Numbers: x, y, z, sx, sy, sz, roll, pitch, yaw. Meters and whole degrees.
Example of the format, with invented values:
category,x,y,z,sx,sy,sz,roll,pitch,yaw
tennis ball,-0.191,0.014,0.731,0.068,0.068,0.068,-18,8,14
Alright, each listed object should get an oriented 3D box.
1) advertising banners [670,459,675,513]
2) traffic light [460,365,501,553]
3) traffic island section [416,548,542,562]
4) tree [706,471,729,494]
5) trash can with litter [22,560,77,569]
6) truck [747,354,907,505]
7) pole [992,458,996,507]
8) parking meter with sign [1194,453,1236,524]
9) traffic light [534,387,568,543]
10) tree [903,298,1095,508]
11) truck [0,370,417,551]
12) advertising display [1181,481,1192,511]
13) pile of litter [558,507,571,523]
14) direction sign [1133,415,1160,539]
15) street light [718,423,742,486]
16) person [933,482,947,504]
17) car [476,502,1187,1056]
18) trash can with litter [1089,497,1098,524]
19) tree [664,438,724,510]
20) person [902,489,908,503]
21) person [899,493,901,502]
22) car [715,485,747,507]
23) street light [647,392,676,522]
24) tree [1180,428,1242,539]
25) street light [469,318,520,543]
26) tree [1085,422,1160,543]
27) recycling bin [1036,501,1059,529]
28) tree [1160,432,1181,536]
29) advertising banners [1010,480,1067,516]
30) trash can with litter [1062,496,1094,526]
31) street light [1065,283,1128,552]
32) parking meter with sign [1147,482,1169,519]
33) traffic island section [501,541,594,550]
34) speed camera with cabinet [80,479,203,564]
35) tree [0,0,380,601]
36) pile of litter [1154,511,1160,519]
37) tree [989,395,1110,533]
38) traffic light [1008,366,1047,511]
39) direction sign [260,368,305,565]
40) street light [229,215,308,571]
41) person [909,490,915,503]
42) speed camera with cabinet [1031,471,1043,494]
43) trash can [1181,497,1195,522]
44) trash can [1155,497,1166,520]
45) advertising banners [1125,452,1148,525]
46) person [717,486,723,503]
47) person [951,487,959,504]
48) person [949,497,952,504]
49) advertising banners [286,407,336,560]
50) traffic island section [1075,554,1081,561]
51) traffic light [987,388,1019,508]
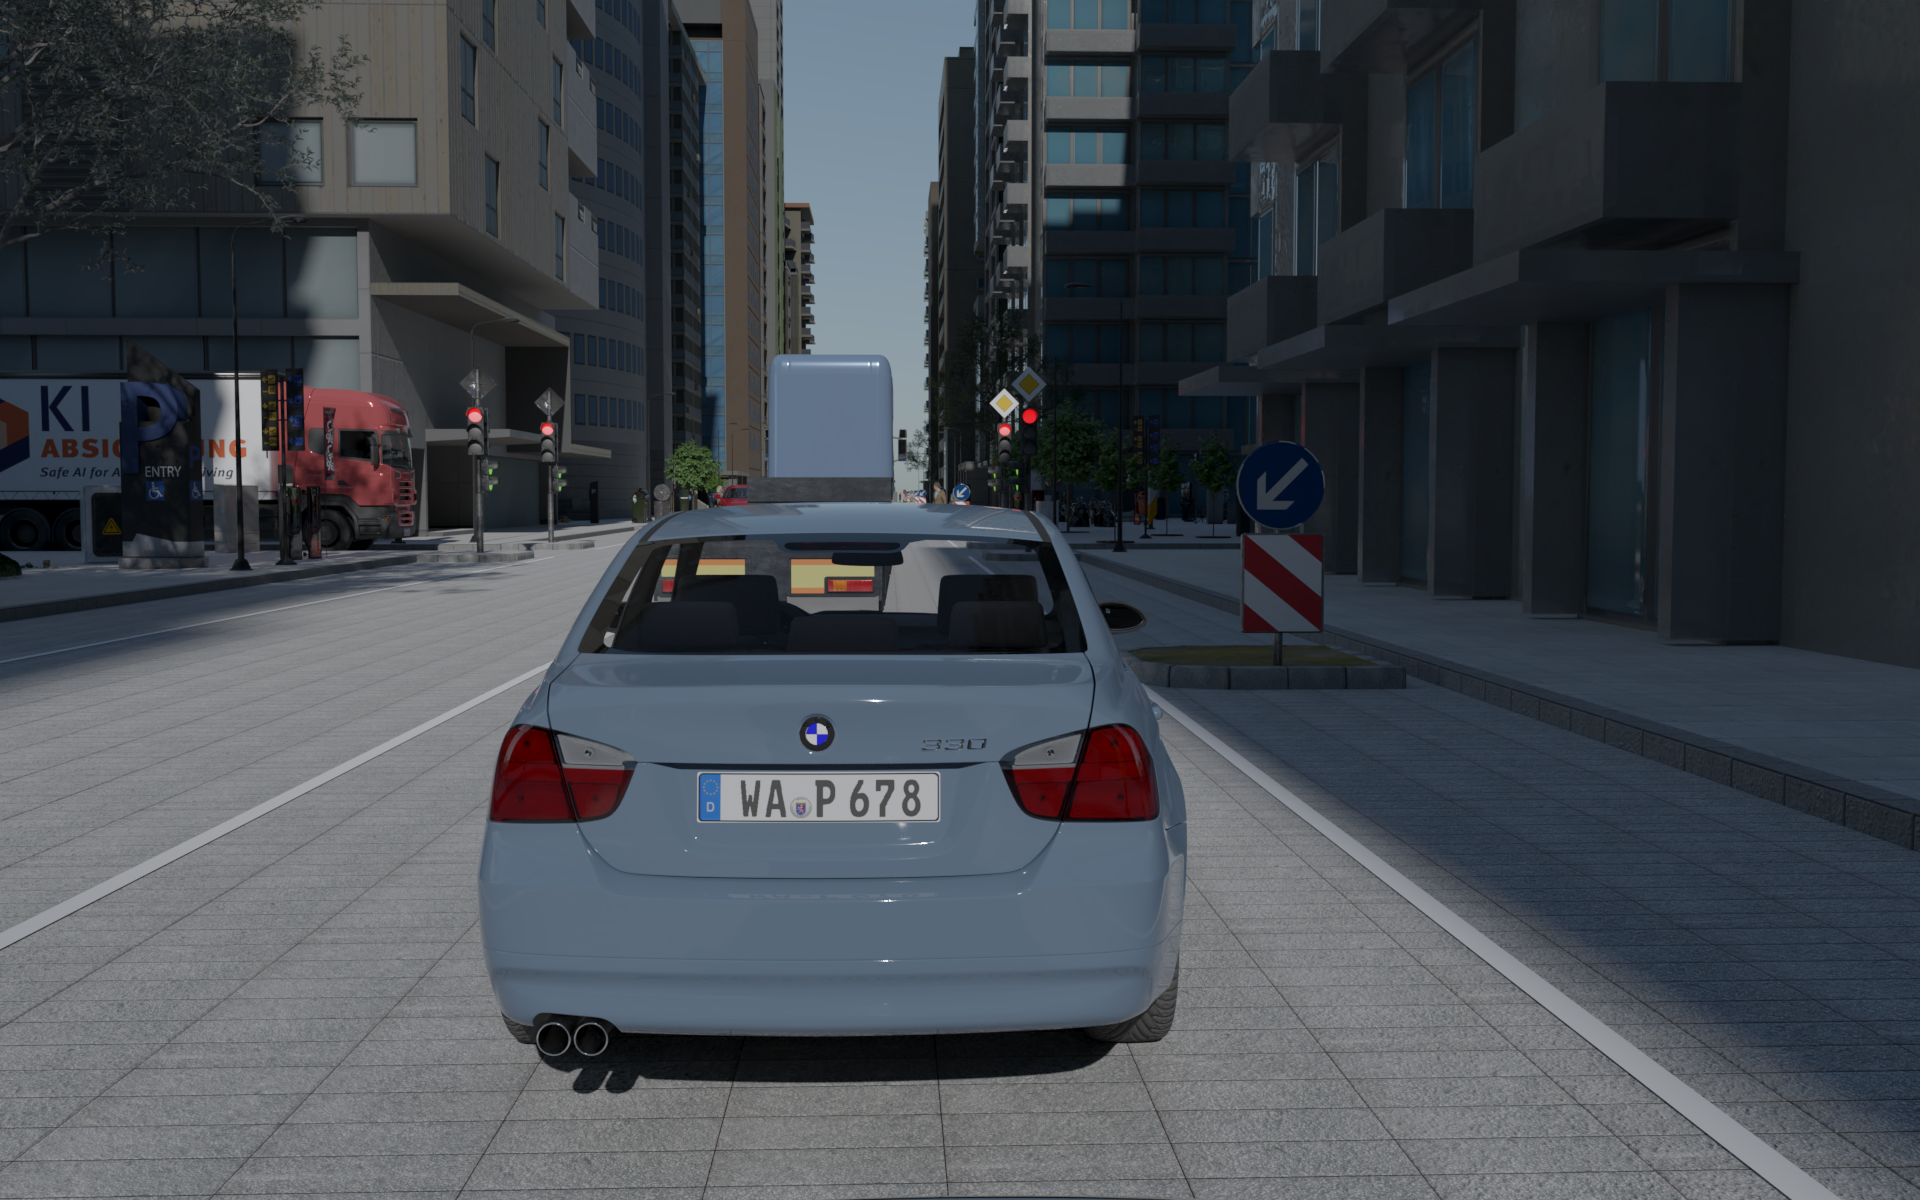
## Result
category,x,y,z,sx,sy,sz,roll,pitch,yaw
advertising banners,-14.102,-5.429,84.960,0.090,3.025,2.074,0,4,-1
traffic light,-10.455,-2.983,37.695,0.839,4.253,0.868,0,4,-2
traffic island section,-10.495,-0.951,37.828,2.009,0.180,2.903,0,4,-2
tree,-16.648,-7.476,116.833,1.663,3.219,1.824,0,3,0
trash can with litter,-16.341,-1.131,29.544,2.233,1.210,1.678,-2,4,-24
truck,-2.323,-2.316,27.627,2.967,4.110,18.799,0,4,-2
pole,1.819,-6.040,92.589,0.158,3.312,0.155,0,3,0
parking meter with sign,10.901,-4.748,73.893,1.738,3.016,0.543,0,4,-1
traffic light,-10.790,-3.471,45.673,0.839,4.253,0.868,0,4,-2
tree,2.278,-9.010,81.724,8.767,10.594,7.601,1,4,11
truck,-17.978,-3.151,40.433,11.283,4.237,2.839,0,4,-4
advertising display,11.121,-4.889,85.147,0.123,1.923,0.974,-1,4,-20
pile of litter,-17.895,-3.879,77.380,1.176,0.858,1.719,2,4,27
direction sign,5.352,-3.538,49.844,0.876,3.537,0.379,3,4,38
street light,-15.130,-8.563,112.548,1.470,5.913,1.316,0,4,-2
person,-0.736,-3.088,58.899,0.656,1.842,0.836,1,4,16
car,-0.320,0.378,5.817,2.014,1.417,4.499,0,4,-1
trash can with litter,6.033,-3.822,73.881,1.055,1.170,0.624,0,4,-1
tree,-15.434,-7.136,100.390,4.285,4.588,4.351,0,3,0
person,-3.892,-6.759,119.603,0.643,1.750,0.593,1,4,8
person,-8.661,-14.707,250.427,0.415,1.643,0.593,1,4,20
car,-8.663,-3.742,69.852,2.281,1.827,5.304,0,4,-1
street light,-13.683,-6.528,79.276,1.470,5.913,1.316,0,4,-2
tree,7.517,-3.411,50.374,1.663,3.219,1.824,0,3,0
street light,-12.277,-4.474,45.699,1.470,5.913,1.316,0,4,-2
tree,3.968,-3.106,45.388,1.663,3.219,1.824,0,3,0
recycling bin,3.111,-3.009,61.748,0.722,1.027,0.722,0,4,-7
tree,6.443,-3.572,53.000,1.663,3.219,1.824,0,3,0
advertising banners,2.884,-4.180,64.527,2.074,3.025,0.090,0,4,-1
trash can with litter,4.986,-3.649,70.718,1.678,1.210,2.233,0,4,3
street light,3.008,-4.020,38.262,1.470,5.913,1.316,0,4,-2
parking meter with sign,9.969,-5.727,89.899,1.738,3.016,0.543,-1,4,-15
traffic island section,-10.831,-1.439,45.806,2.009,0.180,2.903,0,4,-2
speed camera with cabinet,-15.320,-2.329,32.415,2.038,3.252,0.660,-2,4,-32
tree,-12.204,-6.708,20.042,12.009,13.543,11.850,0,3,0
pile of litter,9.598,-4.543,88.235,1.719,0.858,1.176,-3,4,-37
tree,3.677,-4.514,57.521,4.285,4.588,4.351,0,3,0
traffic light,1.495,-3.015,38.211,0.839,4.253,0.868,0,4,-2
direction sign,-12.237,-2.407,31.346,0.876,3.537,0.379,1,4,15
street light,-11.552,-3.452,28.980,1.470,5.913,1.316,0,4,-2
person,-3.373,-6.853,121.542,0.512,1.701,0.522,0,4,0
speed camera with cabinet,2.896,-4.421,66.617,0.660,3.252,2.038,0,4,5
trash can,10.511,-4.148,79.471,0.748,1.137,0.748,0,3,0
trash can,9.969,-4.546,85.976,0.748,1.137,0.748,0,3,0
advertising banners,7.405,-4.648,72.180,0.090,3.025,2.074,-2,4,-26
person,-10.504,-4.144,76.429,0.526,1.800,0.537,1,4,23
person,-0.233,-4.602,84.290,0.362,1.759,0.519,2,4,27
person,-0.472,-4.642,88.652,0.590,1.304,0.306,-3,5,-43
advertising banners,-12.786,-2.325,34.200,0.090,3.025,2.074,0,4,7
traffic island section,1.536,-0.981,38.327,2.009,0.180,2.903,0,4,-2
traffic light,1.160,-3.503,46.189,0.839,4.253,0.868,0,4,-2
